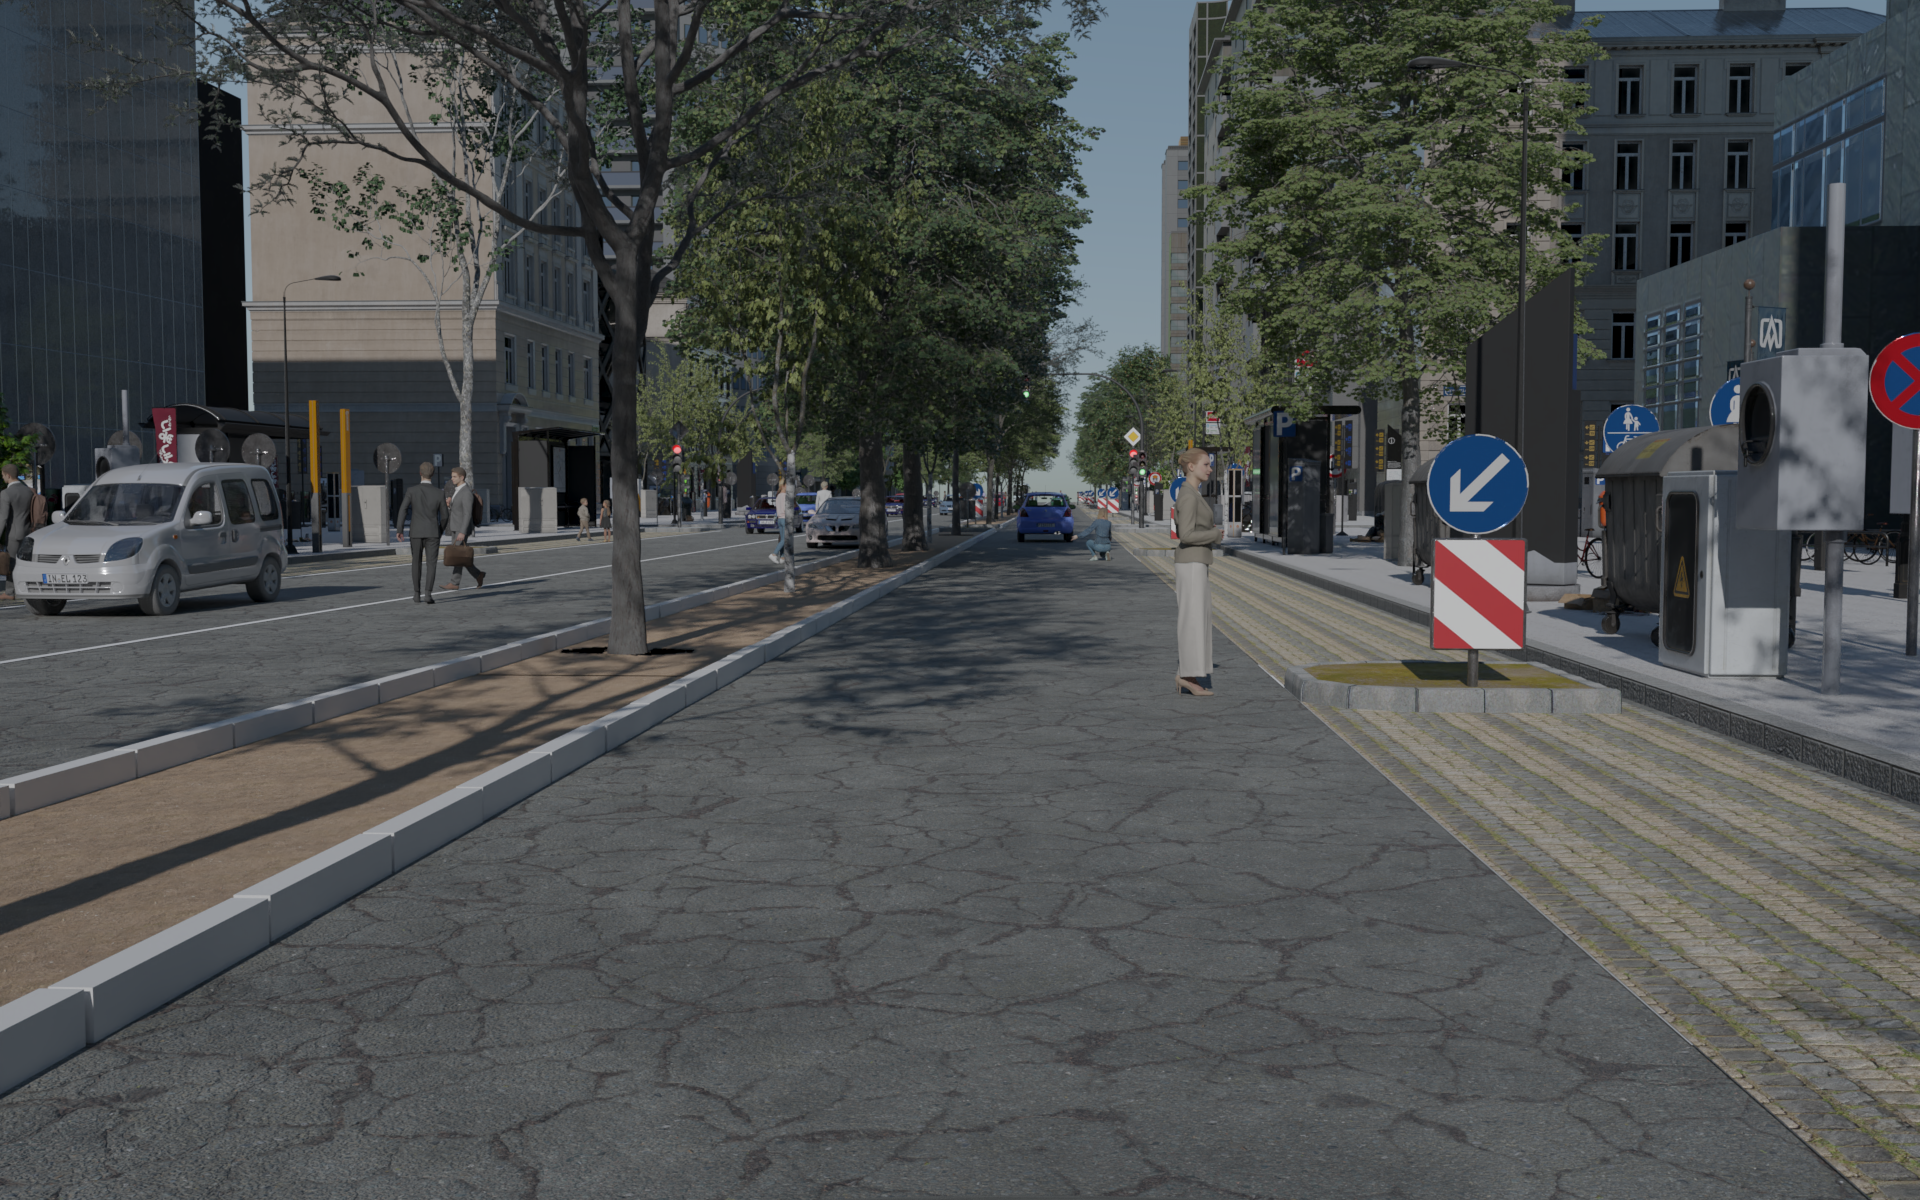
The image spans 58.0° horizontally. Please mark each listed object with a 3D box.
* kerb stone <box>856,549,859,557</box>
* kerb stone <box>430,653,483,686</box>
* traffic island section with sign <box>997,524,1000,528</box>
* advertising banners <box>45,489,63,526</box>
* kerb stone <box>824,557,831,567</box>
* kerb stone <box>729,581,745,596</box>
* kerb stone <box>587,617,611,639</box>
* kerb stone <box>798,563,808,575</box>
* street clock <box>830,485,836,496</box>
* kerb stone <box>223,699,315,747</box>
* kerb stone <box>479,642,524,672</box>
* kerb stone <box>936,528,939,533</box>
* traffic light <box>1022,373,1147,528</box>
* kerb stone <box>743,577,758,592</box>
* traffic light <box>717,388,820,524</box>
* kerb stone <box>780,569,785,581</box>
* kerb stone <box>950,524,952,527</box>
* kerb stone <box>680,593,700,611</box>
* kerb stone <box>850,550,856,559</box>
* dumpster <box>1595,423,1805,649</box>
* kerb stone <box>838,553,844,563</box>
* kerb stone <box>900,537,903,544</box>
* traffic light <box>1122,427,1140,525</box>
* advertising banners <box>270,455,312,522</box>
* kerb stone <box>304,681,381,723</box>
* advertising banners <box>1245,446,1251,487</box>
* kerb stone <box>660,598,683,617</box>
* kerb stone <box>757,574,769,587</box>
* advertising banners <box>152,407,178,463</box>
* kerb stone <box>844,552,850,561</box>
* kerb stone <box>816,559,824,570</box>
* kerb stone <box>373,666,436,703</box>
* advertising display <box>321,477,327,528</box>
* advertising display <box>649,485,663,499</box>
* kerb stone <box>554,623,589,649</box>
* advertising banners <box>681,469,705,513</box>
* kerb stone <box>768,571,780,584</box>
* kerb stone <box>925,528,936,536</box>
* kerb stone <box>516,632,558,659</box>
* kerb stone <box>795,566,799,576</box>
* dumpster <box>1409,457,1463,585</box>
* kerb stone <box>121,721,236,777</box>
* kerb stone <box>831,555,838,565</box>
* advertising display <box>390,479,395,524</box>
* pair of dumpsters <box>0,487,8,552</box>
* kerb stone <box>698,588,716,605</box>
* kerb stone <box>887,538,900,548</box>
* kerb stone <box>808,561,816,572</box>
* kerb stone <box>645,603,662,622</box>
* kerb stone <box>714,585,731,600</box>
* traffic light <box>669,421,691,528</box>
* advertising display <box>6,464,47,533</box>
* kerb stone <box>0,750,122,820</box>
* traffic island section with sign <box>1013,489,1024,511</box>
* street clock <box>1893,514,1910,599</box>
[{"bbox_3d":[-2.386,-1.021,38.883,0.120,0.150,1.000,0,4,3],"label":"kerb stone"},{"bbox_3d":[-3.908,0.551,13.284,0.120,0.150,1.000,0,4,3],"label":"kerb stone"},{"bbox_3d":[0.702,-3.973,73.100,2.006,1.907,1.989,0,4,3],"label":"traffic island section with sign"},{"bbox_3d":[-22.417,-2.761,41.324,2.074,3.025,0.090,0,4,-1],"label":"advertising banners"},{"bbox_3d":[-2.687,-0.707,33.761,0.120,0.150,1.000,0,4,3],"label":"kerb stone"},{"bbox_3d":[-3.235,-0.140,24.539,0.120,0.150,1.000,0,4,3],"label":"kerb stone"},{"bbox_3d":[-3.663,0.295,17.377,0.120,0.150,1.000,0,4,3],"label":"kerb stone"},{"bbox_3d":[-2.867,-0.519,30.689,0.120,0.150,1.000,0,4,3],"label":"kerb stone"},{"bbox_3d":[-10.025,-8.073,136.566,0.471,2.002,0.358,3,4,38],"label":"street clock"},{"bbox_3d":[-4.096,0.735,10.218,0.120,0.150,1.000,0,4,3],"label":"kerb stone"},{"bbox_3d":[-3.842,0.489,14.306,0.120,0.150,1.000,0,4,3],"label":"kerb stone"},{"bbox_3d":[-0.858,-2.587,64.492,0.120,0.150,1.000,0,4,3],"label":"kerb stone"},{"bbox_3d":[4.699,-5.522,64.948,4.771,5.953,1.251,0,4,3],"label":"traffic light"},{"bbox_3d":[-3.170,-0.204,25.560,0.120,0.150,1.000,0,4,3],"label":"kerb stone"},{"bbox_3d":[-8.121,-6.067,73.869,4.771,5.953,1.251,0,4,3],"label":"traffic light"},{"bbox_3d":[-2.993,-0.394,28.636,0.120,0.150,1.000,0,4,3],"label":"kerb stone"},{"bbox_3d":[-0.219,-3.247,75.301,0.120,0.150,1.000,0,4,3],"label":"kerb stone"},{"bbox_3d":[-3.417,0.044,21.470,0.120,0.150,1.000,0,4,3],"label":"kerb stone"},{"bbox_3d":[-2.454,-0.954,37.855,0.120,0.150,1.000,0,4,3],"label":"kerb stone"},{"bbox_3d":[6.407,-0.567,15.033,1.264,1.857,1.865,0,4,4],"label":"dumpster"},{"bbox_3d":[-2.568,-0.833,35.814,0.120,0.150,1.000,0,4,3],"label":"kerb stone"},{"bbox_3d":[-1.778,-1.646,49.107,0.120,0.150,1.000,0,4,3],"label":"kerb stone"},{"bbox_3d":[7.267,-5.139,72.937,0.839,4.253,0.868,0,4,3],"label":"traffic light"},{"bbox_3d":[-30.152,-4.999,77.919,0.090,3.025,2.074,3,5,42],"label":"advertising banners"},{"bbox_3d":[-4.032,0.670,11.241,0.120,0.150,1.000,0,4,3],"label":"kerb stone"},{"bbox_3d":[10.697,-4.061,62.589,0.090,3.025,2.074,-1,4,-14],"label":"advertising banners"},{"bbox_3d":[-3.475,0.107,20.446,0.120,0.150,1.000,0,4,3],"label":"kerb stone"},{"bbox_3d":[-3.117,-0.269,26.588,0.120,0.150,1.000,0,4,3],"label":"kerb stone"},{"bbox_3d":[-15.268,-2.367,34.895,2.074,3.025,0.090,0,4,7],"label":"advertising banners"},{"bbox_3d":[-2.504,-0.895,36.834,0.120,0.150,1.000,0,4,3],"label":"kerb stone"},{"bbox_3d":[-2.745,-0.641,32.730,0.120,0.150,1.000,0,4,3],"label":"kerb stone"},{"bbox_3d":[-3.968,0.610,12.261,0.120,0.150,1.000,0,4,3],"label":"kerb stone"},{"bbox_3d":[-24.253,-3.702,65.747,0.123,1.923,0.974,1,4,19],"label":"advertising display"},{"bbox_3d":[-21.887,-7.301,124.589,0.974,1.923,0.123,-1,4,-14],"label":"advertising display"},{"bbox_3d":[-3.719,0.358,16.346,0.120,0.150,1.000,0,4,3],"label":"kerb stone"},{"bbox_3d":[-18.973,-7.734,122.634,2.074,3.025,0.090,-2,4,-31],"label":"advertising banners"},{"bbox_3d":[-3.057,-0.331,27.615,0.120,0.150,1.000,0,4,3],"label":"kerb stone"},{"bbox_3d":[-1.042,-2.394,61.414,0.120,0.150,1.000,0,4,3],"label":"kerb stone"},{"bbox_3d":[-3.785,0.420,15.326,0.120,0.150,1.000,0,4,3],"label":"kerb stone"},{"bbox_3d":[-2.932,-0.455,29.669,0.120,0.150,1.000,0,4,3],"label":"kerb stone"},{"bbox_3d":[6.903,-1.088,23.553,1.264,1.857,1.865,0,4,3],"label":"dumpster"},{"bbox_3d":[-4.159,0.795,9.198,0.120,0.150,1.000,0,4,3],"label":"kerb stone"},{"bbox_3d":[-2.631,-0.770,34.791,0.120,0.150,1.000,0,4,3],"label":"kerb stone"},{"bbox_3d":[-24.473,-4.287,75.305,0.123,1.923,0.974,0,4,8],"label":"advertising display"},{"bbox_3d":[-17.928,-1.634,29.212,1.574,2.255,4.437,0,4,3],"label":"pair of dumpsters"},{"bbox_3d":[-3.361,-0.018,22.495,0.120,0.150,1.000,0,4,3],"label":"kerb stone"},{"bbox_3d":[-1.845,-1.584,48.087,0.120,0.150,1.000,0,4,3],"label":"kerb stone"},{"bbox_3d":[-2.813,-0.582,31.710,0.120,0.150,1.000,0,4,3],"label":"kerb stone"},{"bbox_3d":[-3.551,0.169,19.426,0.120,0.150,1.000,0,4,3],"label":"kerb stone"},{"bbox_3d":[-3.299,-0.081,23.515,0.120,0.150,1.000,0,4,3],"label":"kerb stone"},{"bbox_3d":[-10.689,-4.714,65.986,0.839,4.253,0.868,0,4,3],"label":"traffic light"},{"bbox_3d":[-17.363,-1.635,31.947,0.974,1.923,0.123,0,4,2],"label":"advertising display"},{"bbox_3d":[-4.214,0.858,8.170,0.120,0.150,1.000,0,4,3],"label":"kerb stone"},{"bbox_3d":[5.157,-8.561,148.107,2.006,1.907,1.989,0,4,3],"label":"traffic island section with sign"},{"bbox_3d":[11.601,-1.019,21.225,0.358,2.002,0.471,1,4,10],"label":"street clock"}]
